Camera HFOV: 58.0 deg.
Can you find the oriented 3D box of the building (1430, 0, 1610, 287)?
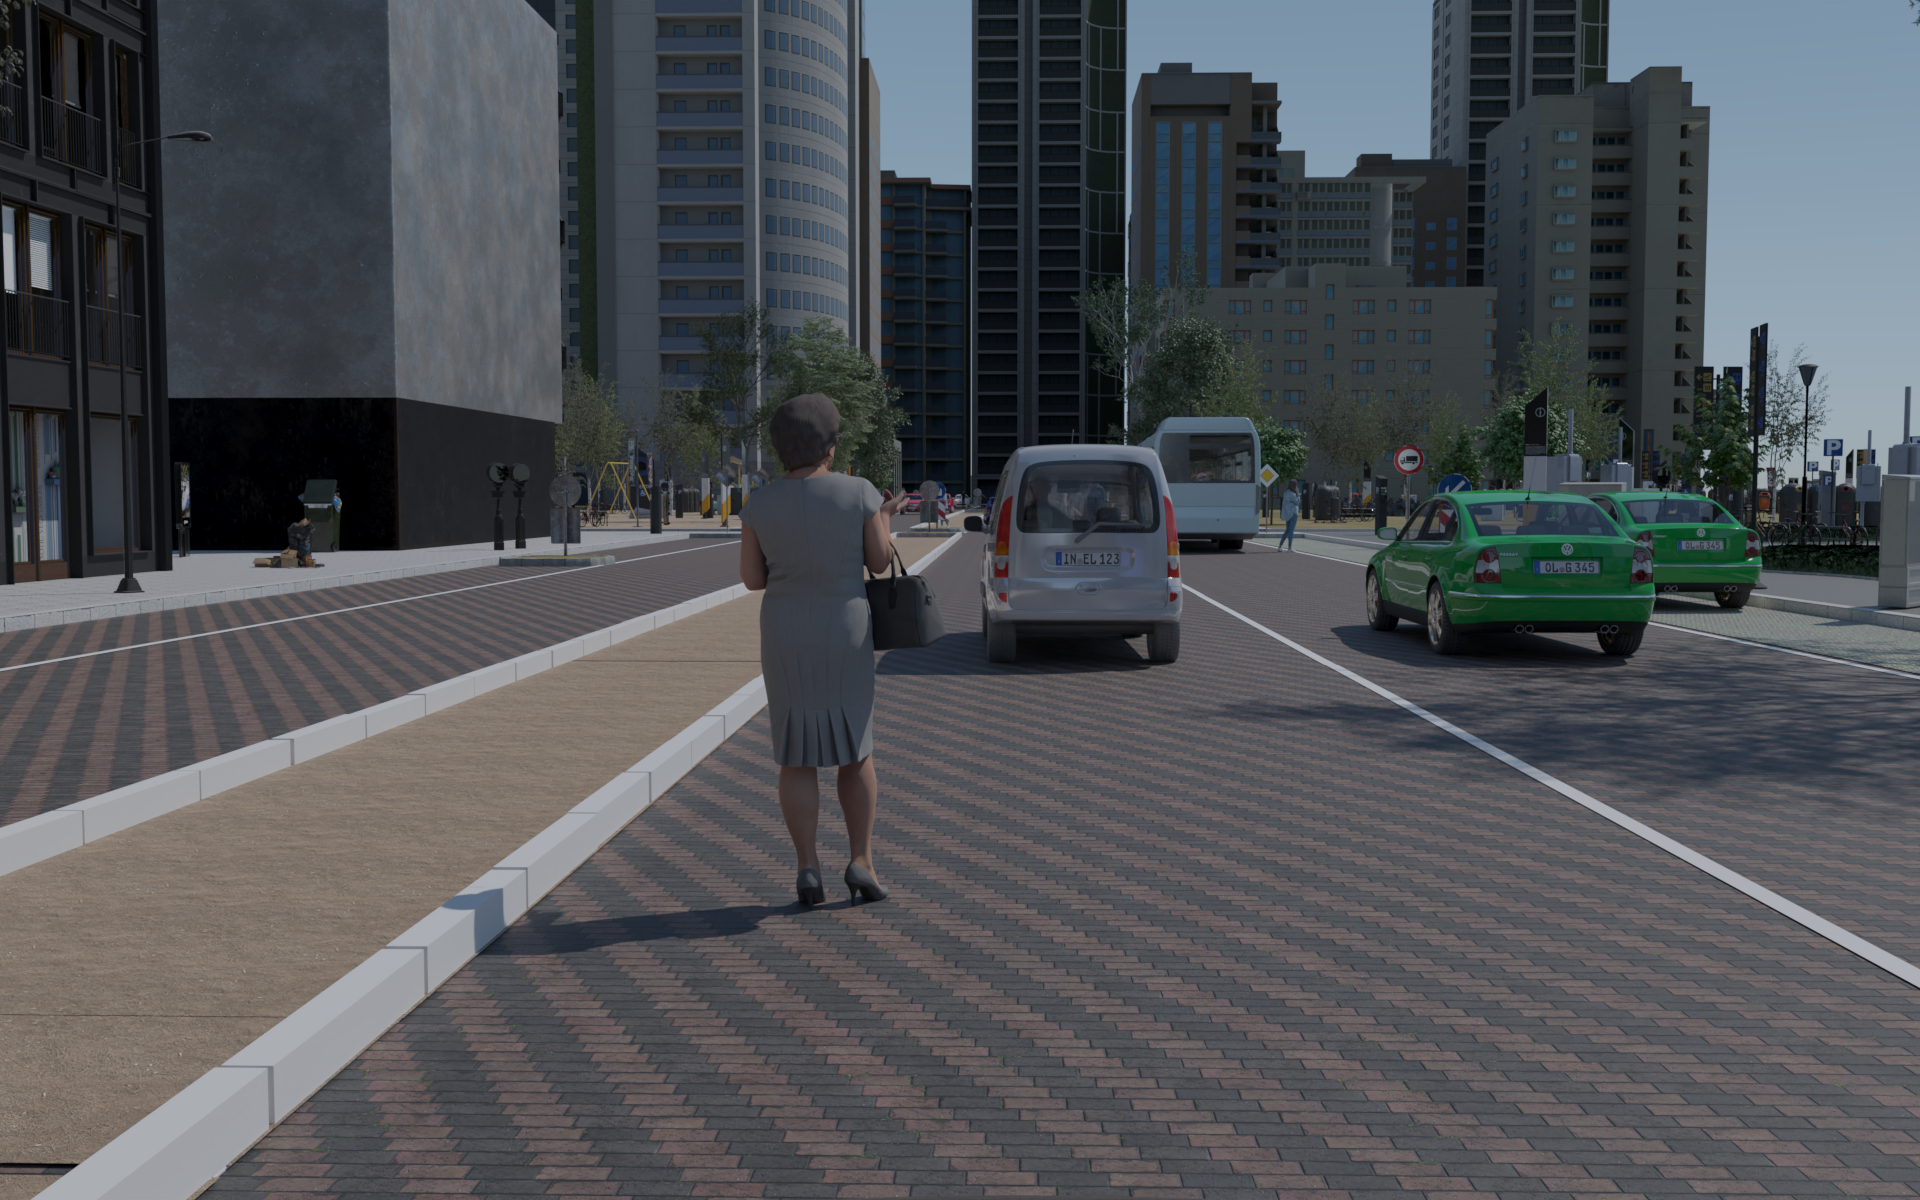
[{"bbox_3d":[75.626,-48.586,232.634,20.611,71.187,20.563,0,4,2],"label":"building"}]

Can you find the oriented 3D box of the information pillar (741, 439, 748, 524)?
[{"bbox_3d":[-9.151,-5.030,73.598,0.183,3.616,0.504,-2,4,-26],"label":"information pillar"}]

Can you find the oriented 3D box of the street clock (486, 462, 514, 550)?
[{"bbox_3d":[-10.514,-2.133,39.451,0.471,2.002,0.358,-2,4,-32],"label":"street clock"}]

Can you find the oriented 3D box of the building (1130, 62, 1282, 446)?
[{"bbox_3d":[25.261,-32.485,181.232,14.600,45.320,14.200,0,4,2],"label":"building"}]

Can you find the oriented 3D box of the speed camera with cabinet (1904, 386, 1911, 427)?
[{"bbox_3d":[17.770,-2.259,31.277,0.660,3.252,2.038,-1,4,-16],"label":"speed camera with cabinet"}]

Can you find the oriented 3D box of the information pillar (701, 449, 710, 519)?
[{"bbox_3d":[-13.146,-5.998,89.421,0.504,3.616,0.183,2,4,35],"label":"information pillar"}]

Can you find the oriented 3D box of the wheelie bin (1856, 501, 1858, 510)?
[{"bbox_3d":[56.680,-6.248,110.056,0.980,1.594,0.693,0,4,-6],"label":"wheelie bin"}]

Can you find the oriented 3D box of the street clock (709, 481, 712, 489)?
[{"bbox_3d":[-13.974,-5.594,96.031,0.471,2.002,0.358,-1,4,-22],"label":"street clock"}]

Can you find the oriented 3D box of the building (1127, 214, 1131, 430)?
[{"bbox_3d":[29.799,-33.535,231.895,14.086,41.232,14.154,0,4,2],"label":"building"}]

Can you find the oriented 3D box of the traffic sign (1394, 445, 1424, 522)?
[{"bbox_3d":[11.660,-2.748,45.043,0.768,2.556,0.104,1,4,9],"label":"traffic sign"}]

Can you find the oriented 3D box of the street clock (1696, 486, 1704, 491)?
[{"bbox_3d":[41.015,-5.594,96.025,0.471,2.002,0.358,1,4,15],"label":"street clock"}]

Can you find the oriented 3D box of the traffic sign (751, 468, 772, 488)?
[{"bbox_3d":[-7.502,-3.785,65.535,0.795,2.450,0.064,0,4,2],"label":"traffic sign"}]

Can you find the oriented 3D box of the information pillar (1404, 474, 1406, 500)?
[{"bbox_3d":[27.486,-7.045,106.537,0.183,3.616,0.504,-1,4,-19],"label":"information pillar"}]

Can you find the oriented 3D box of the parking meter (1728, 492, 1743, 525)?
[{"bbox_3d":[22.850,-2.607,51.036,0.372,1.533,0.369,0,3,0],"label":"parking meter"}]

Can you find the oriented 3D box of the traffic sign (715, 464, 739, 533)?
[{"bbox_3d":[-7.738,-3.297,57.553,0.795,2.450,0.064,0,4,2],"label":"traffic sign"}]

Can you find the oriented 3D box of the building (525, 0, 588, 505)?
[{"bbox_3d":[-48.838,-46.881,204.754,20.611,71.187,20.563,0,4,2],"label":"building"}]

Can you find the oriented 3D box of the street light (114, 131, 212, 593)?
[{"bbox_3d":[-10.272,-3.046,22.342,1.470,5.913,1.316,0,4,2],"label":"street light"}]

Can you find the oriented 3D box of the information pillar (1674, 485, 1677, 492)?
[{"bbox_3d":[57.255,-8.221,138.897,0.304,2.012,0.304,-2,4,-25],"label":"information pillar"}]

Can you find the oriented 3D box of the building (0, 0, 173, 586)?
[{"bbox_3d":[-19.559,-11.676,20.579,12.332,23.373,15.834,0,4,2],"label":"building"}]

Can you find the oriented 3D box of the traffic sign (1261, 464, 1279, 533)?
[{"bbox_3d":[10.097,-3.264,57.006,0.795,2.450,0.064,0,4,2],"label":"traffic sign"}]

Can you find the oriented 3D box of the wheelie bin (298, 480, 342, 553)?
[{"bbox_3d":[-14.073,-1.851,38.172,0.980,1.594,0.693,0,4,-3],"label":"wheelie bin"}]

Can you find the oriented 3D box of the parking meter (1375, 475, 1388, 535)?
[{"bbox_3d":[13.122,-2.950,53.952,0.255,1.863,0.399,-1,4,-11],"label":"parking meter"}]

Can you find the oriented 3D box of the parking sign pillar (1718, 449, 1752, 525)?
[{"bbox_3d":[32.544,-5.143,72.567,1.447,3.967,1.447,-1,4,-12],"label":"parking sign pillar"}]

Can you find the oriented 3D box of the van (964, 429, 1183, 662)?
[{"bbox_3d":[1.043,-0.559,16.153,2.013,2.044,4.112,0,4,0],"label":"van"}]

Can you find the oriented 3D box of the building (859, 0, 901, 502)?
[{"bbox_3d":[-23.104,-54.364,201.521,31.000,86.520,22.319,0,4,2],"label":"building"}]

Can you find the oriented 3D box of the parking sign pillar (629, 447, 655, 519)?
[{"bbox_3d":[-16.591,-6.235,90.413,1.447,3.967,1.447,-1,4,-19],"label":"parking sign pillar"}]

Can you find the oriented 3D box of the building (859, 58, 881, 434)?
[{"bbox_3d":[-15.459,-32.143,175.641,14.600,45.320,14.200,0,4,2],"label":"building"}]

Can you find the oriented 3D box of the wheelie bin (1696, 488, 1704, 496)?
[{"bbox_3d":[39.486,-5.202,92.961,0.693,1.594,0.980,-2,4,-28],"label":"wheelie bin"}]

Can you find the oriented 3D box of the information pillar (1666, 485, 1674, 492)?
[{"bbox_3d":[54.805,-7.916,133.925,0.304,2.012,0.304,3,5,43],"label":"information pillar"}]

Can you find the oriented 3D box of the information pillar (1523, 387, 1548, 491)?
[{"bbox_3d":[12.625,-2.851,37.972,0.504,3.616,0.183,1,4,23],"label":"information pillar"}]

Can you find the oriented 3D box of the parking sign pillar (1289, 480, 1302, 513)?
[{"bbox_3d":[22.809,-7.972,118.818,1.447,3.967,1.447,0,4,6],"label":"parking sign pillar"}]

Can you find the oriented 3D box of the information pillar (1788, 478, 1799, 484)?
[{"bbox_3d":[36.992,-4.430,76.919,0.304,2.012,0.304,-1,4,-22],"label":"information pillar"}]

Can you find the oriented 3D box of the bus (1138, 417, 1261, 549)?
[{"bbox_3d":[6.326,-3.260,48.154,2.948,3.499,13.247,0,4,4],"label":"bus"}]

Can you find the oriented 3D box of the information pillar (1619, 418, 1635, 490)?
[{"bbox_3d":[20.469,-3.787,53.280,0.183,3.616,0.504,-3,5,-41],"label":"information pillar"}]

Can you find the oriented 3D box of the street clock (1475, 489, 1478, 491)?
[{"bbox_3d":[33.376,-6.588,112.284,0.471,2.002,0.358,2,4,28],"label":"street clock"}]

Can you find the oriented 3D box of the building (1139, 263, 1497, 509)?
[{"bbox_3d":[31.358,-19.236,159.555,27.650,21.520,28.899,0,4,2],"label":"building"}]

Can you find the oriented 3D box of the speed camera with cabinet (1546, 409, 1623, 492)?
[{"bbox_3d":[14.616,-2.840,40.770,2.038,3.252,0.660,-2,4,-35],"label":"speed camera with cabinet"}]

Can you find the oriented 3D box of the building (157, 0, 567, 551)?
[{"bbox_3d":[-20.773,-10.992,47.166,16.811,18.784,16.820,0,4,2],"label":"building"}]

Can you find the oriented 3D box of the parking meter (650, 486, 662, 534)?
[{"bbox_3d":[-9.807,-2.901,55.846,0.372,1.533,0.369,0,3,0],"label":"parking meter"}]

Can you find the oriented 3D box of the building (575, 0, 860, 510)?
[{"bbox_3d":[-20.642,-37.444,154.215,21.231,58.520,28.212,0,4,2],"label":"building"}]

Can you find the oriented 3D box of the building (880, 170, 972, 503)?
[{"bbox_3d":[-12.638,-35.619,237.000,28.867,44.769,22.147,0,4,2],"label":"building"}]

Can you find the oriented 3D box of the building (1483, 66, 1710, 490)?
[{"bbox_3d":[74.305,-35.331,201.363,21.600,48.544,21.300,0,4,2],"label":"building"}]

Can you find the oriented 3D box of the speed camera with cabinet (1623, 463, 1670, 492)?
[{"bbox_3d":[20.137,-3.505,51.641,2.038,3.252,0.660,-1,4,-16],"label":"speed camera with cabinet"}]

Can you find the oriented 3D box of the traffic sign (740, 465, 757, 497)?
[{"bbox_3d":[-9.233,-4.623,75.689,0.768,2.556,0.104,0,4,6],"label":"traffic sign"}]

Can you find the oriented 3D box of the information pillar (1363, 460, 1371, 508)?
[{"bbox_3d":[27.191,-7.606,115.708,0.504,3.616,0.183,2,4,23],"label":"information pillar"}]

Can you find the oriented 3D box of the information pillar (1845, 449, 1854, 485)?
[{"bbox_3d":[46.362,-6.052,90.299,0.183,3.616,0.504,-1,4,-13],"label":"information pillar"}]

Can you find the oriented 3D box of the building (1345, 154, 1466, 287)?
[{"bbox_3d":[58.132,-35.510,230.694,14.200,45.320,14.600,0,4,2],"label":"building"}]

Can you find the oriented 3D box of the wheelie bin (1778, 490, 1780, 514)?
[{"bbox_3d":[58.329,-7.077,123.615,0.980,1.594,0.693,-2,4,-24],"label":"wheelie bin"}]

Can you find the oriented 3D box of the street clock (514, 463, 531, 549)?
[{"bbox_3d":[-10.319,-2.205,40.622,0.471,2.002,0.358,-3,5,-42],"label":"street clock"}]

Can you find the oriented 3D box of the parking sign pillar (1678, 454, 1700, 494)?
[{"bbox_3d":[45.935,-7.379,109.126,1.447,3.967,1.447,-3,5,-43],"label":"parking sign pillar"}]

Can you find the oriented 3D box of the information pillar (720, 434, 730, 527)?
[{"bbox_3d":[-9.170,-4.668,67.680,0.183,3.616,0.504,2,4,31],"label":"information pillar"}]

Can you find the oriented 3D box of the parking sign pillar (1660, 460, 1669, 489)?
[{"bbox_3d":[55.058,-9.028,136.077,1.447,3.967,1.447,-2,4,-24],"label":"parking sign pillar"}]

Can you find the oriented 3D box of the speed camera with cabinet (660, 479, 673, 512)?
[{"bbox_3d":[-18.529,-6.792,105.392,2.038,3.252,0.660,1,4,10],"label":"speed camera with cabinet"}]

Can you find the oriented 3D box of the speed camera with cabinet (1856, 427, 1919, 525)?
[{"bbox_3d":[28.766,-3.610,53.357,2.038,3.252,0.660,2,4,29],"label":"speed camera with cabinet"}]

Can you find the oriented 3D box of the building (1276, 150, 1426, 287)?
[{"bbox_3d":[34.945,-31.110,200.531,32.217,40.220,23.993,0,4,2],"label":"building"}]

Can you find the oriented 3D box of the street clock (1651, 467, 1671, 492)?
[{"bbox_3d":[18.903,-2.578,46.728,0.471,2.002,0.358,-1,4,-21],"label":"street clock"}]

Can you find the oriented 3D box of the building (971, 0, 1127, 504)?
[{"bbox_3d":[12.061,-48.698,234.463,20.611,71.187,20.563,0,4,2],"label":"building"}]
